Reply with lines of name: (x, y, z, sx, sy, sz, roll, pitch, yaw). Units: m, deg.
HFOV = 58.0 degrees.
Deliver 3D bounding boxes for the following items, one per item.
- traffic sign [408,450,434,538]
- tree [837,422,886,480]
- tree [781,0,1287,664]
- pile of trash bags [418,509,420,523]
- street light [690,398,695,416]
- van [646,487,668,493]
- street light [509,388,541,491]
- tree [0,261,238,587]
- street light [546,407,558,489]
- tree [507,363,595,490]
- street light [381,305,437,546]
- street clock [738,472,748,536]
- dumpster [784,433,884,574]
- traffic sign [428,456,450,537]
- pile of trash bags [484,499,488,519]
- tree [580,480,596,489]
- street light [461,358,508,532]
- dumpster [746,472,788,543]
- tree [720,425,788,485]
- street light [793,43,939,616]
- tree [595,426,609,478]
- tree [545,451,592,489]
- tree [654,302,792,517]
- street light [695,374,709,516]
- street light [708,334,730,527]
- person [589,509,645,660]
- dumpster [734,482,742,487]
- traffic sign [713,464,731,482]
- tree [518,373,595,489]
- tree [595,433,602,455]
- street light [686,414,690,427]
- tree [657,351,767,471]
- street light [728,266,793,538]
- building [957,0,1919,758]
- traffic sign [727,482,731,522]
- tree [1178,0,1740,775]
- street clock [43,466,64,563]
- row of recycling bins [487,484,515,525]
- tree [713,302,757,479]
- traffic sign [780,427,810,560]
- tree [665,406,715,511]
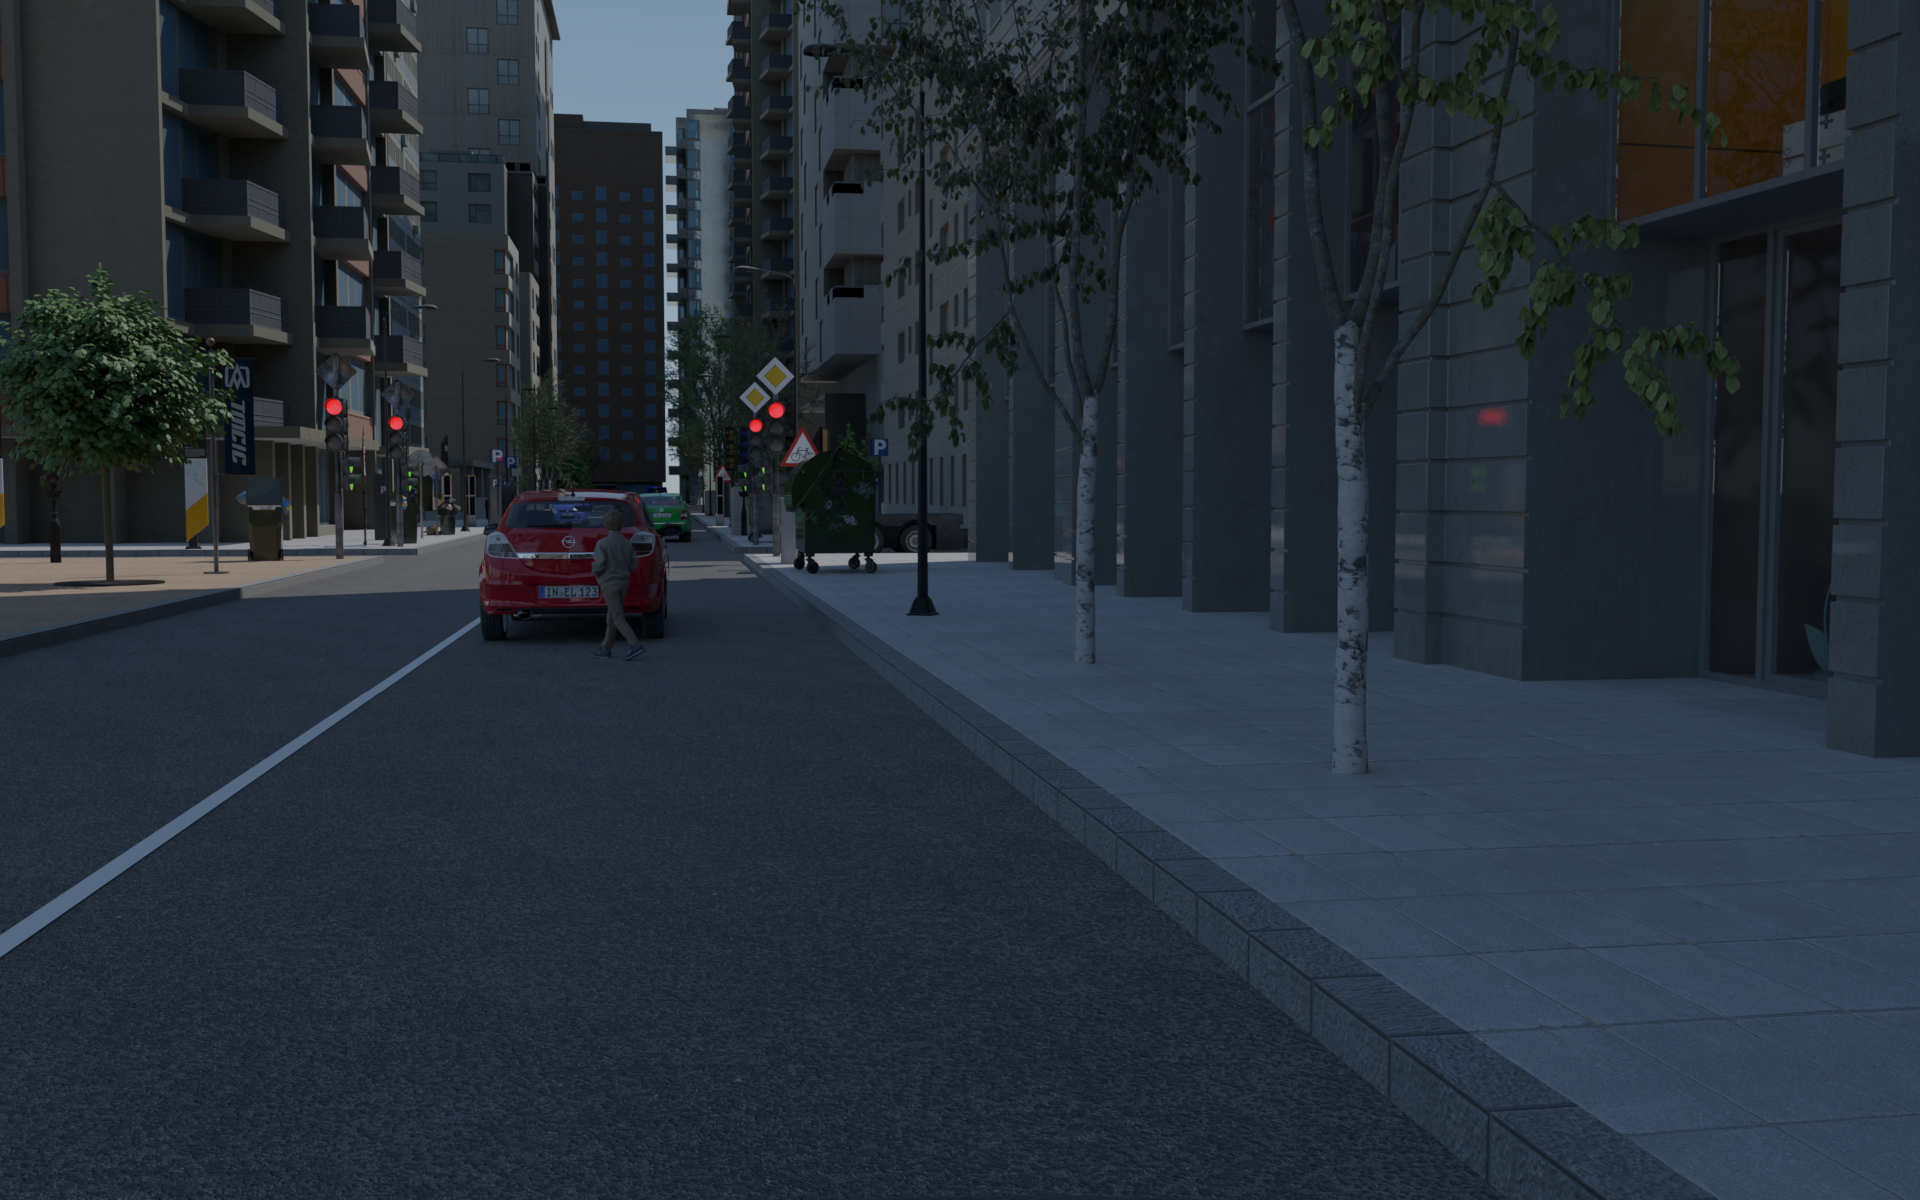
traffic sign: (-15.565, -3.053, 50.030, 0.768, 2.556, 0.104, 0, 4, -1)
tree: (-3.069, -3.197, 46.865, 1.663, 3.219, 1.824, 0, 3, 0)
tree: (0.862, -3.838, 13.112, 4.360, 8.622, 3.978, 0, 3, 0)
pile of trash bags: (-26.001, -4.159, 77.745, 3.447, 1.369, 1.912, -1, 4, -20)
street light: (-12.180, -6.805, 83.808, 1.470, 5.913, 1.316, -1, 4, -10)
van: (-25.722, -8.718, 146.931, 2.240, 2.365, 5.245, -1, 4, -11)
street light: (-19.319, -6.322, 75.913, 1.470, 5.913, 1.316, -1, 4, -10)
tree: (-12.202, -2.501, 24.599, 4.285, 4.588, 4.351, 0, 3, 0)
street light: (-22.145, -7.334, 92.458, 1.470, 5.913, 1.316, -1, 4, -10)
tree: (-23.675, -9.045, 98.250, 4.737, 8.622, 4.395, 0, 3, 0)
street light: (-13.523, -4.282, 42.556, 1.470, 5.913, 1.316, -1, 4, -10)
street clock: (-6.649, -2.979, 53.270, 0.358, 2.002, 0.471, 0, 4, -7)
dumpster: (-2.092, -1.594, 28.556, 1.502, 2.255, 1.985, -1, 4, -10)
traffic sign: (-15.794, -3.124, 52.266, 0.795, 2.450, 0.064, 0, 4, -7)
pile of trash bags: (-23.167, -4.781, 87.921, 1.912, 1.369, 3.447, -2, 4, -23)
tree: (-39.760, -11.710, 186.064, 1.663, 3.219, 1.824, 0, 3, 0)
street light: (-16.448, -5.310, 59.364, 1.470, 5.913, 1.316, -1, 4, -10)
dumpster: (-5.012, -2.465, 46.063, 1.264, 1.857, 1.865, -1, 4, -10)
tree: (-9.167, -5.707, 77.017, 4.285, 4.588, 4.351, 0, 3, 0)
street light: (-0.929, -2.787, 18.113, 1.470, 5.913, 1.316, -1, 4, -10)
tree: (-37.308, -13.645, 173.459, 4.360, 8.622, 3.978, 0, 3, 0)
tree: (-28.282, -8.632, 124.846, 4.285, 4.588, 4.351, 0, 3, 0)
tree: (-13.064, -10.376, 95.401, 9.928, 11.665, 9.643, 0, 3, 0)
street light: (-9.395, -5.793, 67.256, 1.470, 5.913, 1.316, -1, 4, -10)
street light: (-6.497, -4.773, 50.577, 1.470, 5.913, 1.316, -1, 4, -10)
person: (-2.993, -0.135, 14.972, 0.640, 1.303, 0.475, 2, 4, 25)
dumpster: (-6.738, -3.102, 56.472, 1.264, 1.857, 1.865, -1, 4, -10)
traffic sign: (-10.141, -4.535, 74.151, 0.884, 2.594, 0.081, 0, 4, -8)
tree: (-24.718, -9.436, 104.642, 4.360, 8.622, 3.978, 0, 3, 0)
tree: (-30.556, -11.380, 136.430, 4.737, 8.622, 4.395, 0, 3, 0)
street light: (-15.100, -7.848, 100.848, 1.470, 5.913, 1.316, -1, 4, -10)
tree: (-15.550, -10.736, 109.939, 7.601, 10.594, 8.767, 0, 4, 4)
street light: (-3.918, -3.852, 35.528, 1.470, 5.913, 1.316, -1, 4, -10)
building: (7.937, -14.768, 18.947, 11.434, 29.767, 29.804, -1, 4, -10)
traffic sign: (-10.700, -4.923, 80.604, 0.768, 2.556, 0.104, 0, 4, -8)
tree: (1.831, -3.494, 7.493, 4.737, 8.622, 4.395, 0, 3, 0)
street clock: (-16.876, -1.694, 32.270, 0.358, 2.002, 0.471, -2, 4, -26)
row of recycling bins: (-19.244, -4.004, 72.574, 1.069, 1.692, 3.534, -1, 4, -10)
tree: (-7.202, -6.913, 63.390, 4.360, 8.622, 3.978, 0, 3, 0)
traffic sign: (-3.035, -2.048, 33.495, 0.884, 2.594, 0.081, 0, 4, -7)
tree: (-20.042, -11.098, 131.813, 4.737, 8.622, 4.395, 0, 3, 0)
